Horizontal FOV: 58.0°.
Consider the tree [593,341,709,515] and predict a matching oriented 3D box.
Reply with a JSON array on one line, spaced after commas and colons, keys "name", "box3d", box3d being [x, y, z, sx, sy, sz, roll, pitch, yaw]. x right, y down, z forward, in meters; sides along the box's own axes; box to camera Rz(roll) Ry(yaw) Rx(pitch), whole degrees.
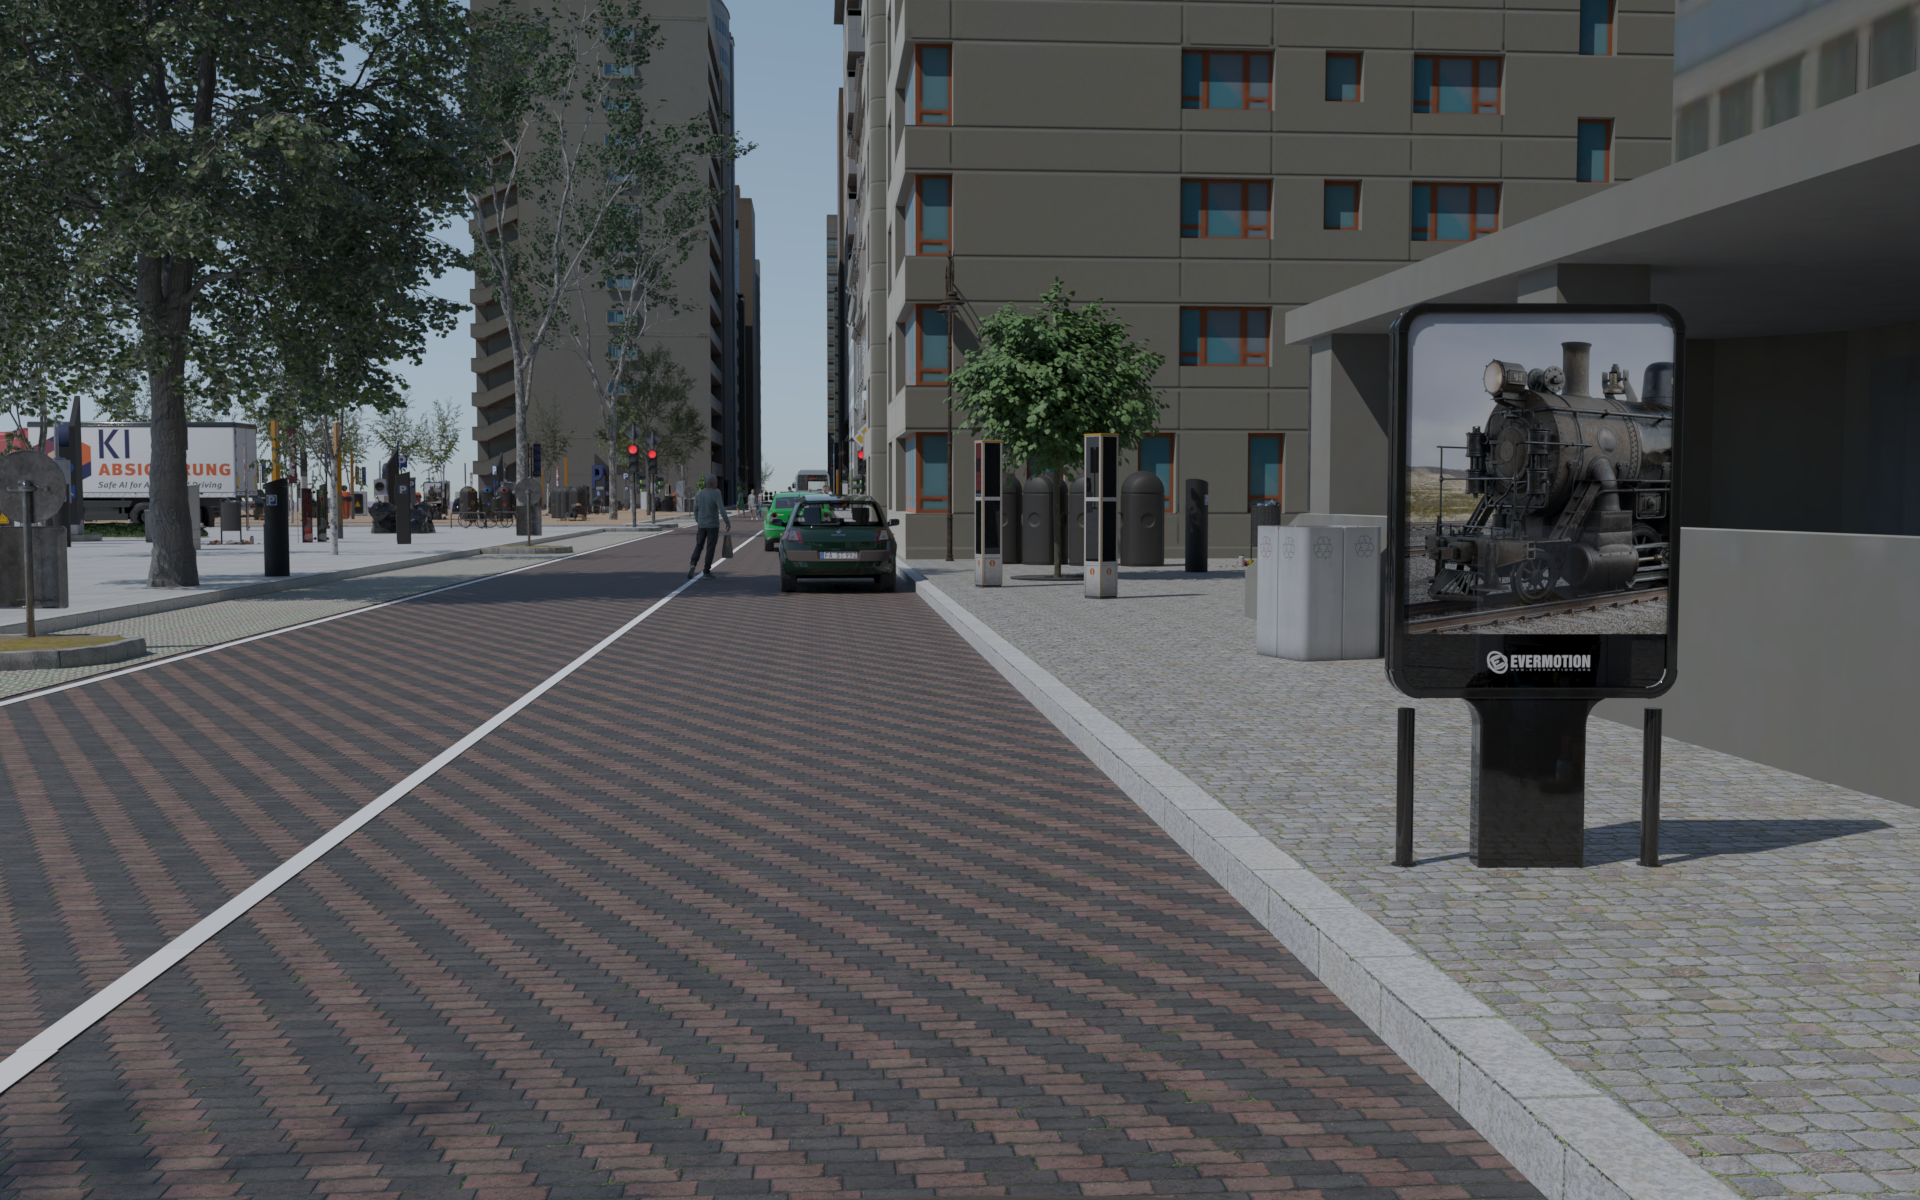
[{"name": "tree", "box3d": [-18.529, -10.404, 104.514, 7.601, 10.594, 8.767, -3, 5, -39]}]

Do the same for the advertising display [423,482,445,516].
[{"name": "advertising display", "box3d": [-27.726, -5.254, 91.118, 0.974, 1.923, 0.123, 0, 4, 1]}]

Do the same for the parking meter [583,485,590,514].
[{"name": "parking meter", "box3d": [-24.079, -6.476, 111.595, 0.399, 1.863, 0.255, 1, 4, 18]}]

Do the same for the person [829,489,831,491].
[{"name": "person", "box3d": [-6.769, -4.985, 90.346, 0.599, 1.781, 0.374, 1, 4, 19]}]

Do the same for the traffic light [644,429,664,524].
[{"name": "traffic light", "box3d": [-13.165, -5.229, 74.408, 0.839, 4.253, 0.868, 0, 4, -5]}]

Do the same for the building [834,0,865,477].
[{"name": "building", "box3d": [2.415, -35.381, 167.716, 28.713, 52.752, 27.495, 0, 4, -5]}]

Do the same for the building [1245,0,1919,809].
[{"name": "building", "box3d": [19.608, -19.537, 11.309, 32.217, 40.220, 23.993, 0, 4, -5]}]

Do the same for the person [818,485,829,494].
[{"name": "person", "box3d": [-6.070, -4.184, 76.873, 0.622, 1.834, 0.822, -3, 5, -41]}]

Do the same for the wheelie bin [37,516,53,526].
[{"name": "wheelie bin", "box3d": [-25.388, -2.456, 48.066, 0.980, 1.594, 0.693, 0, 4, -4]}]

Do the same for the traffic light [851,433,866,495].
[{"name": "traffic light", "box3d": [-4.286, -5.275, 75.171, 0.839, 4.253, 0.868, 0, 4, -5]}]

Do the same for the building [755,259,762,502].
[{"name": "building", "box3d": [-40.890, -37.255, 292.713, 14.154, 41.232, 14.086, 0, 4, -5]}]

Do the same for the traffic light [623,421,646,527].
[{"name": "traffic light", "box3d": [-12.493, -4.742, 66.451, 0.839, 4.253, 0.868, 0, 4, -5]}]

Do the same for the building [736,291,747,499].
[{"name": "building", "box3d": [-36.895, -28.592, 239.176, 14.160, 30.474, 14.107, 0, 4, -5]}]

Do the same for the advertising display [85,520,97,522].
[{"name": "advertising display", "box3d": [-40.331, -4.581, 80.114, 0.974, 1.923, 0.123, 1, 4, 17]}]

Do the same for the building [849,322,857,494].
[{"name": "building", "box3d": [-3.738, -17.589, 142.324, 10.420, 20.320, 16.860, 0, 4, -5]}]

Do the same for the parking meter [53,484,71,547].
[{"name": "parking meter", "box3d": [-21.663, -2.040, 41.766, 0.372, 1.533, 0.369, 0, 3, 0]}]

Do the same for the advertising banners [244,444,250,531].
[{"name": "advertising banners", "box3d": [-25.014, -3.946, 60.709, 0.090, 3.025, 2.074, -1, 4, -19]}]

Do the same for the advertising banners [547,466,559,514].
[{"name": "advertising banners", "box3d": [-25.877, -6.977, 110.254, 0.090, 3.025, 2.074, -2, 4, -33]}]

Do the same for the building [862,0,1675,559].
[{"name": "building", "box3d": [11.495, -12.464, 48.831, 27.650, 21.520, 28.899, 0, 4, -5]}]

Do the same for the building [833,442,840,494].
[{"name": "building", "box3d": [-4.138, -54.863, 209.685, 22.319, 86.520, 31.000, 0, 4, -5]}]

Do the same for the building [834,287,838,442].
[{"name": "building", "box3d": [-10.541, -28.745, 241.687, 14.160, 30.474, 14.107, 0, 4, -5]}]

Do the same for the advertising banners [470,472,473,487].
[{"name": "advertising banners", "box3d": [-39.921, -8.821, 140.410, 0.090, 3.025, 2.074, -3, 4, -39]}]

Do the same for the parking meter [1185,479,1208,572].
[{"name": "parking meter", "box3d": [3.889, -1.226, 28.458, 0.372, 1.533, 0.369, 0, 3, 0]}]

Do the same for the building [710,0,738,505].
[{"name": "building", "box3d": [-36.921, -40.167, 198.729, 21.231, 58.520, 28.212, 0, 4, -5]}]

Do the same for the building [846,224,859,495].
[{"name": "building", "box3d": [-1.140, -17.138, 122.003, 13.314, 21.916, 24.055, 0, 4, -5]}]

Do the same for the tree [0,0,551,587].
[{"name": "tree", "box3d": [-10.907, -7.169, 23.861, 9.857, 13.997, 8.962, 0, 3, 0]}]

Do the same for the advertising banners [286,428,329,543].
[{"name": "advertising banners", "box3d": [-17.232, -3.028, 45.703, 0.090, 3.025, 2.074, 1, 4, 8]}]

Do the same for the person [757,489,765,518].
[{"name": "person", "box3d": [-12.174, -5.885, 105.553, 0.643, 1.720, 0.563, -1, 4, -21]}]

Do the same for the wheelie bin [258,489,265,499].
[{"name": "wheelie bin", "box3d": [-46.330, -6.517, 114.458, 0.693, 1.594, 0.980, 1, 4, 19]}]

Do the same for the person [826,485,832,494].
[{"name": "person", "box3d": [-6.105, -4.358, 79.851, 0.679, 1.850, 0.850, 3, 5, 40]}]

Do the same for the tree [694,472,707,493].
[{"name": "tree", "box3d": [-22.153, -9.433, 148.830, 1.663, 3.219, 1.824, 0, 3, 0]}]

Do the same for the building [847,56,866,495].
[{"name": "building", "box3d": [0.175, -18.352, 97.326, 12.463, 27.353, 25.104, 0, 4, -5]}]

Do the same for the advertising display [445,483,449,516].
[{"name": "advertising display", "box3d": [-30.283, -5.930, 102.172, 0.123, 1.923, 0.974, -1, 4, -8]}]

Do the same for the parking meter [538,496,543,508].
[{"name": "parking meter", "box3d": [-34.319, -8.313, 141.624, 0.255, 1.863, 0.399, 1, 4, 23]}]

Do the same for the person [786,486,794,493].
[{"name": "person", "box3d": [-9.033, -5.189, 93.152, 0.655, 1.846, 0.447, -3, 4, -36]}]

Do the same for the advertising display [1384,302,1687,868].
[{"name": "advertising display", "box3d": [1.956, -0.044, 5.931, 0.974, 1.923, 0.123, 0, 4, 0]}]

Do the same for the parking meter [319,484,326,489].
[{"name": "parking meter", "box3d": [-35.323, -5.527, 96.080, 0.399, 1.863, 0.255, 1, 4, 16]}]

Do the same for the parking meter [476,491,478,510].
[{"name": "parking meter", "box3d": [-37.749, -7.735, 134.884, 0.372, 1.533, 0.369, 0, 3, 0]}]

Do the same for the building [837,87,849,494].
[{"name": "building", "box3d": [-6.257, -32.906, 188.126, 14.600, 45.320, 14.200, 0, 4, -5]}]

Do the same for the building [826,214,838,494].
[{"name": "building", "box3d": [-12.576, -34.967, 255.308, 14.154, 41.232, 14.086, 0, 4, -5]}]

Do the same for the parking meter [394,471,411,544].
[{"name": "parking meter", "box3d": [-14.265, -2.361, 44.316, 0.399, 1.863, 0.255, -1, 4, -19]}]

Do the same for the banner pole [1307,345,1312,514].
[{"name": "banner pole", "box3d": [5.503, -2.248, 26.768, 0.401, 3.779, 0.863, -1, 4, -12]}]

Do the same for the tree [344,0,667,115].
[{"name": "tree", "box3d": [-13.527, -12.303, 57.050, 12.611, 20.169, 13.585, 0, 3, 0]}]

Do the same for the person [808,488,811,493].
[{"name": "person", "box3d": [-9.383, -6.093, 108.472, 0.624, 1.780, 0.694, 2, 4, 34]}]

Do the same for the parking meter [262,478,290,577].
[{"name": "parking meter", "box3d": [-10.678, -1.140, 27.043, 0.372, 1.533, 0.369, 0, 3, 0]}]

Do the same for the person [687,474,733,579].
[{"name": "person", "box3d": [-4.195, -1.240, 29.264, 0.782, 1.767, 0.515, 2, 4, 25]}]

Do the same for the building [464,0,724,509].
[{"name": "building", "box3d": [-33.231, -32.768, 159.455, 21.300, 48.544, 21.600, 0, 4, -5]}]

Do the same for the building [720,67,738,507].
[{"name": "building", "box3d": [-30.931, -32.311, 178.394, 14.600, 45.320, 14.200, 0, 4, -5]}]

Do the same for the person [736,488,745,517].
[{"name": "person", "box3d": [-13.522, -5.999, 106.831, 0.529, 1.795, 0.600, 1, 4, 11]}]

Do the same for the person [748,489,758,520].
[{"name": "person", "box3d": [-11.544, -5.324, 96.551, 0.512, 1.701, 0.522, -1, 4, -17]}]

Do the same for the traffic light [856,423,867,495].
[{"name": "traffic light", "box3d": [-3.614, -4.789, 67.215, 0.839, 4.253, 0.868, 0, 4, -5]}]

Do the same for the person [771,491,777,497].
[{"name": "person", "box3d": [-19.287, -10.446, 179.830, 0.750, 1.759, 0.617, -2, 4, -32]}]

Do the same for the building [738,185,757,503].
[{"name": "building", "box3d": [-37.083, -36.933, 253.959, 14.600, 45.320, 14.200, 0, 4, -5]}]

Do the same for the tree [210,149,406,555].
[{"name": "tree", "box3d": [-13.325, -5.259, 36.344, 4.360, 8.622, 3.978, 0, 3, 0]}]
